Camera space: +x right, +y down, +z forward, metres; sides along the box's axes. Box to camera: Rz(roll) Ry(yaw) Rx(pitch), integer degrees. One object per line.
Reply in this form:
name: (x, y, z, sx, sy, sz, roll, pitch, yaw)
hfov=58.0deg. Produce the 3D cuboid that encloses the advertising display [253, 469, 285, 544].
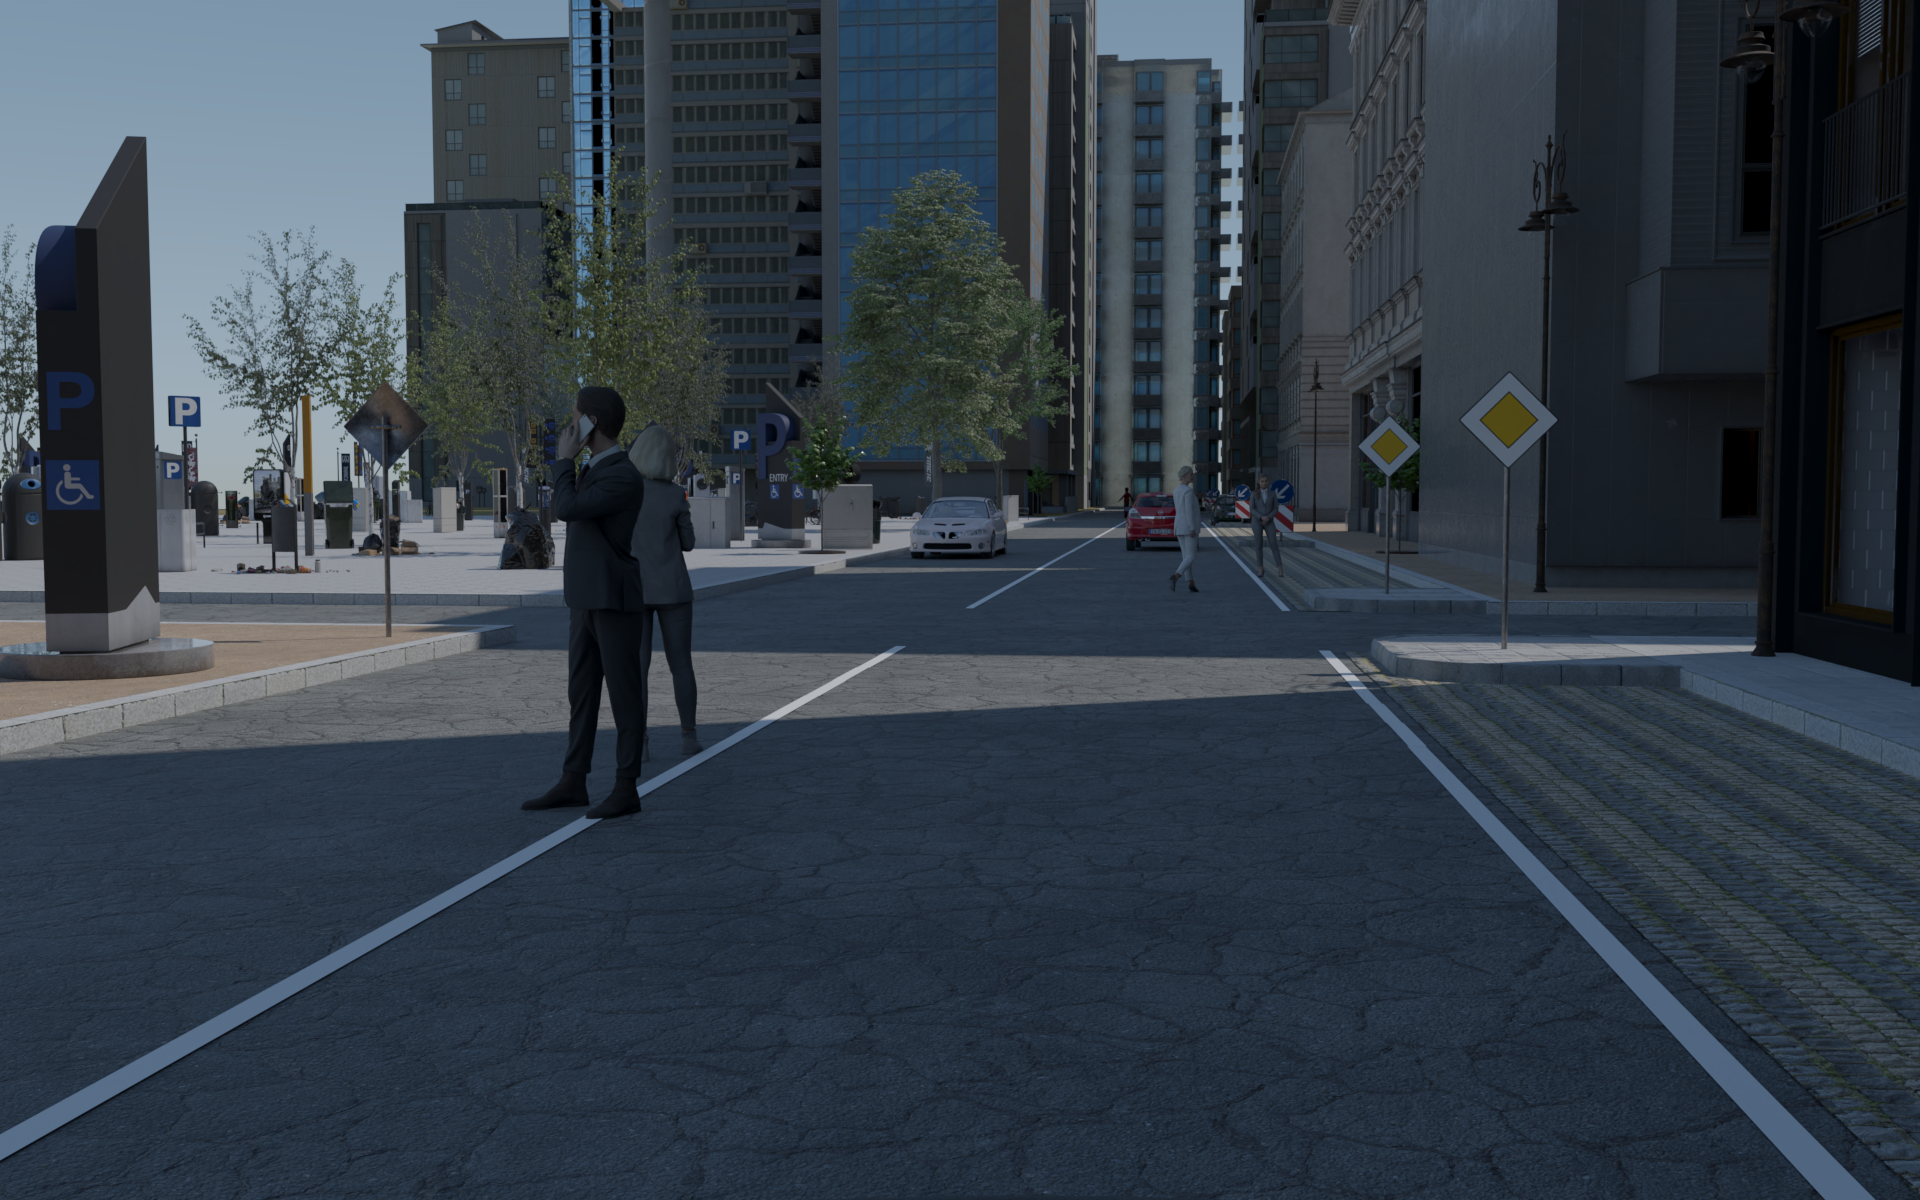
advertising display: (-17.772, -2.406, 44.547, 0.974, 1.923, 0.123, 2, 4, 25)

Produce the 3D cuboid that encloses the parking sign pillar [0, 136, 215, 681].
parking sign pillar: (-6.214, -1.469, 12.498, 1.447, 3.967, 1.447, -1, 4, -10)

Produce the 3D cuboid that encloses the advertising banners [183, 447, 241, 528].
advertising banners: (-28.009, -4.199, 64.841, 2.074, 3.025, 0.090, 0, 4, 0)

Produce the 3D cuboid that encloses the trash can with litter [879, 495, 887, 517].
trash can with litter: (-4.671, -5.280, 97.388, 2.233, 1.210, 1.678, 0, 4, 0)

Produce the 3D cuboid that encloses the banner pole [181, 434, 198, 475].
banner pole: (-31.761, -4.990, 71.605, 0.401, 3.779, 0.863, 3, 5, 42)

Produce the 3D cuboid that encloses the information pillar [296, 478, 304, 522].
information pillar: (-30.631, -4.652, 80.555, 0.304, 2.012, 0.304, 2, 4, 33)

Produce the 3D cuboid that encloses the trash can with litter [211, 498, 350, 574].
trash can with litter: (-11.279, -1.061, 28.403, 2.233, 1.210, 1.678, 2, 4, 26)

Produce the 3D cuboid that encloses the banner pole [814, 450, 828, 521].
banner pole: (-6.598, -5.694, 83.109, 0.863, 3.779, 0.401, -3, 4, -36)

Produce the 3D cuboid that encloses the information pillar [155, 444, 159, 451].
information pillar: (-37.762, -5.512, 81.481, 0.183, 3.616, 0.504, 0, 4, -8)

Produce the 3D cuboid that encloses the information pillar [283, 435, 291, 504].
information pillar: (-25.937, -4.615, 66.810, 0.183, 3.616, 0.504, 0, 4, 7)

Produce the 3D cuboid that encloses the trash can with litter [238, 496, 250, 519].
trash can with litter: (-36.829, -4.730, 88.726, 0.624, 1.170, 1.055, 2, 4, 25)

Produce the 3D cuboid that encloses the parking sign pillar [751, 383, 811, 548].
parking sign pillar: (-4.292, -3.243, 41.487, 1.447, 3.967, 1.447, -3, 5, -45)

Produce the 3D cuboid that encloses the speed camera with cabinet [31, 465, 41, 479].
speed camera with cabinet: (-28.638, -3.749, 55.634, 2.038, 3.252, 0.660, -2, 4, -34)

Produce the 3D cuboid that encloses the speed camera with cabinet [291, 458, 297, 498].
speed camera with cabinet: (-36.118, -5.994, 92.346, 0.660, 3.252, 2.038, 2, 4, 31)

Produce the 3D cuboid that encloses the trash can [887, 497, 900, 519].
trash can: (-3.482, -4.859, 91.094, 0.748, 1.137, 0.748, 0, 3, 0)

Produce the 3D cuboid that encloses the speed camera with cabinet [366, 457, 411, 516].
speed camera with cabinet: (-27.952, -5.528, 84.715, 2.038, 3.252, 0.660, 0, 4, 2)

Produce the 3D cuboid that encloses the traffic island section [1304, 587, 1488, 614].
traffic island section: (5.506, 0.001, 22.260, 2.009, 0.180, 2.903, 0, 4, 7)

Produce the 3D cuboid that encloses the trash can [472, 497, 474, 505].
trash can: (-25.226, -4.706, 88.600, 0.748, 1.137, 0.748, 0, 3, 0)

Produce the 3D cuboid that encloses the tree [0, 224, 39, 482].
tree: (-26.164, -5.988, 48.260, 4.360, 8.622, 3.978, 0, 3, 0)

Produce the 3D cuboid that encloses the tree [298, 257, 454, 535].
tree: (-18.385, -6.320, 53.689, 4.737, 8.622, 4.395, 0, 3, 0)

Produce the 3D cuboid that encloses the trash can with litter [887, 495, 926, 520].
trash can with litter: (-2.356, -4.690, 87.733, 2.233, 1.210, 1.678, 0, 4, 6)

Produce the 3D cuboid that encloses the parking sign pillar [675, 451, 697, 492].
parking sign pillar: (-14.642, -6.325, 91.882, 1.447, 3.967, 1.447, 0, 4, -2)

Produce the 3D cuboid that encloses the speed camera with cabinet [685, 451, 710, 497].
speed camera with cabinet: (-12.485, -5.182, 79.060, 2.038, 3.252, 0.660, -1, 4, -16)

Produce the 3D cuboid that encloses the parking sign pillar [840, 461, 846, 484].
parking sign pillar: (-6.707, -6.477, 94.374, 1.447, 3.967, 1.447, -1, 4, -14)

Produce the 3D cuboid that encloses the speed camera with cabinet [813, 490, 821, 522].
speed camera with cabinet: (-5.838, -5.307, 81.112, 2.038, 3.252, 0.660, -1, 4, -19)

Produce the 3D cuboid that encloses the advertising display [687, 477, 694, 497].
advertising display: (-10.109, -3.656, 64.995, 0.123, 1.923, 0.974, -1, 4, -16)

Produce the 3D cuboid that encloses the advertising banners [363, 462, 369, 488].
advertising banners: (-31.766, -5.990, 94.120, 2.074, 3.025, 0.090, 2, 4, 35)

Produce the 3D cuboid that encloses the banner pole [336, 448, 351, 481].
banner pole: (-33.308, -6.329, 93.493, 0.863, 3.779, 0.401, -2, 4, -25)

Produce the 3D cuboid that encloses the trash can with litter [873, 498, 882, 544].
trash can with litter: (-2.383, -2.041, 44.754, 0.624, 1.170, 1.055, -1, 4, -15)

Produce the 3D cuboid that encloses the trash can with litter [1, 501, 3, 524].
trash can with litter: (-41.238, -3.869, 74.645, 0.624, 1.170, 1.055, 3, 5, 41)

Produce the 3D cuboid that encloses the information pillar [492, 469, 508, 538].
information pillar: (-13.330, -2.798, 50.235, 0.304, 2.012, 0.304, 3, 5, 41)

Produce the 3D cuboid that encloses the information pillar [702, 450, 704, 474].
information pillar: (-13.547, -6.121, 91.426, 0.183, 3.616, 0.504, -1, 4, -12)

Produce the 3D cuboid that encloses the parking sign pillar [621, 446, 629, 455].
parking sign pillar: (-14.760, -5.279, 74.790, 1.447, 3.967, 1.447, -2, 4, -31)

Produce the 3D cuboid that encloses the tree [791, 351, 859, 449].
tree: (-6.849, -8.398, 87.673, 4.360, 8.622, 3.978, 0, 3, 0)

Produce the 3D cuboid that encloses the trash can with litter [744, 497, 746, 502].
trash can with litter: (-11.347, -4.624, 86.653, 2.233, 1.210, 1.678, -3, 5, -41)

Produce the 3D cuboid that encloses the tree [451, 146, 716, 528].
tree: (-7.624, -5.341, 37.686, 4.737, 8.622, 4.395, 0, 3, 0)

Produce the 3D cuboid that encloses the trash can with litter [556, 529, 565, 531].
trash can with litter: (-13.269, -2.988, 59.903, 1.678, 1.210, 2.233, 0, 4, -5)

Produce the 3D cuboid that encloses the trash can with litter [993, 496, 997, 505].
trash can with litter: (2.296, -5.120, 95.103, 1.055, 1.170, 0.624, 0, 4, 0)

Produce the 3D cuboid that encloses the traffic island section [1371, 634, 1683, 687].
traffic island section: (4.522, 0.486, 14.336, 2.009, 0.180, 2.903, 0, 4, 7)

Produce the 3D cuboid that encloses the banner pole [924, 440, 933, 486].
banner pole: (-1.110, -4.809, 68.649, 0.863, 3.779, 0.401, 3, 4, 38)

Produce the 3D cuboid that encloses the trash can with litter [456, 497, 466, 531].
trash can with litter: (-17.626, -2.966, 59.882, 1.055, 1.170, 0.624, 1, 4, 20)

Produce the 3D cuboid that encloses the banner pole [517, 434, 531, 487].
banner pole: (-18.294, -5.051, 72.605, 0.863, 3.779, 0.401, 2, 4, 27)

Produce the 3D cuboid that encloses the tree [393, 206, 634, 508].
tree: (-11.374, -5.721, 43.902, 4.360, 8.622, 3.978, 0, 3, 0)

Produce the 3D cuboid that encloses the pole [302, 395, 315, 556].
pole: (-13.503, -2.570, 35.869, 0.158, 3.312, 0.155, 0, 3, 0)
